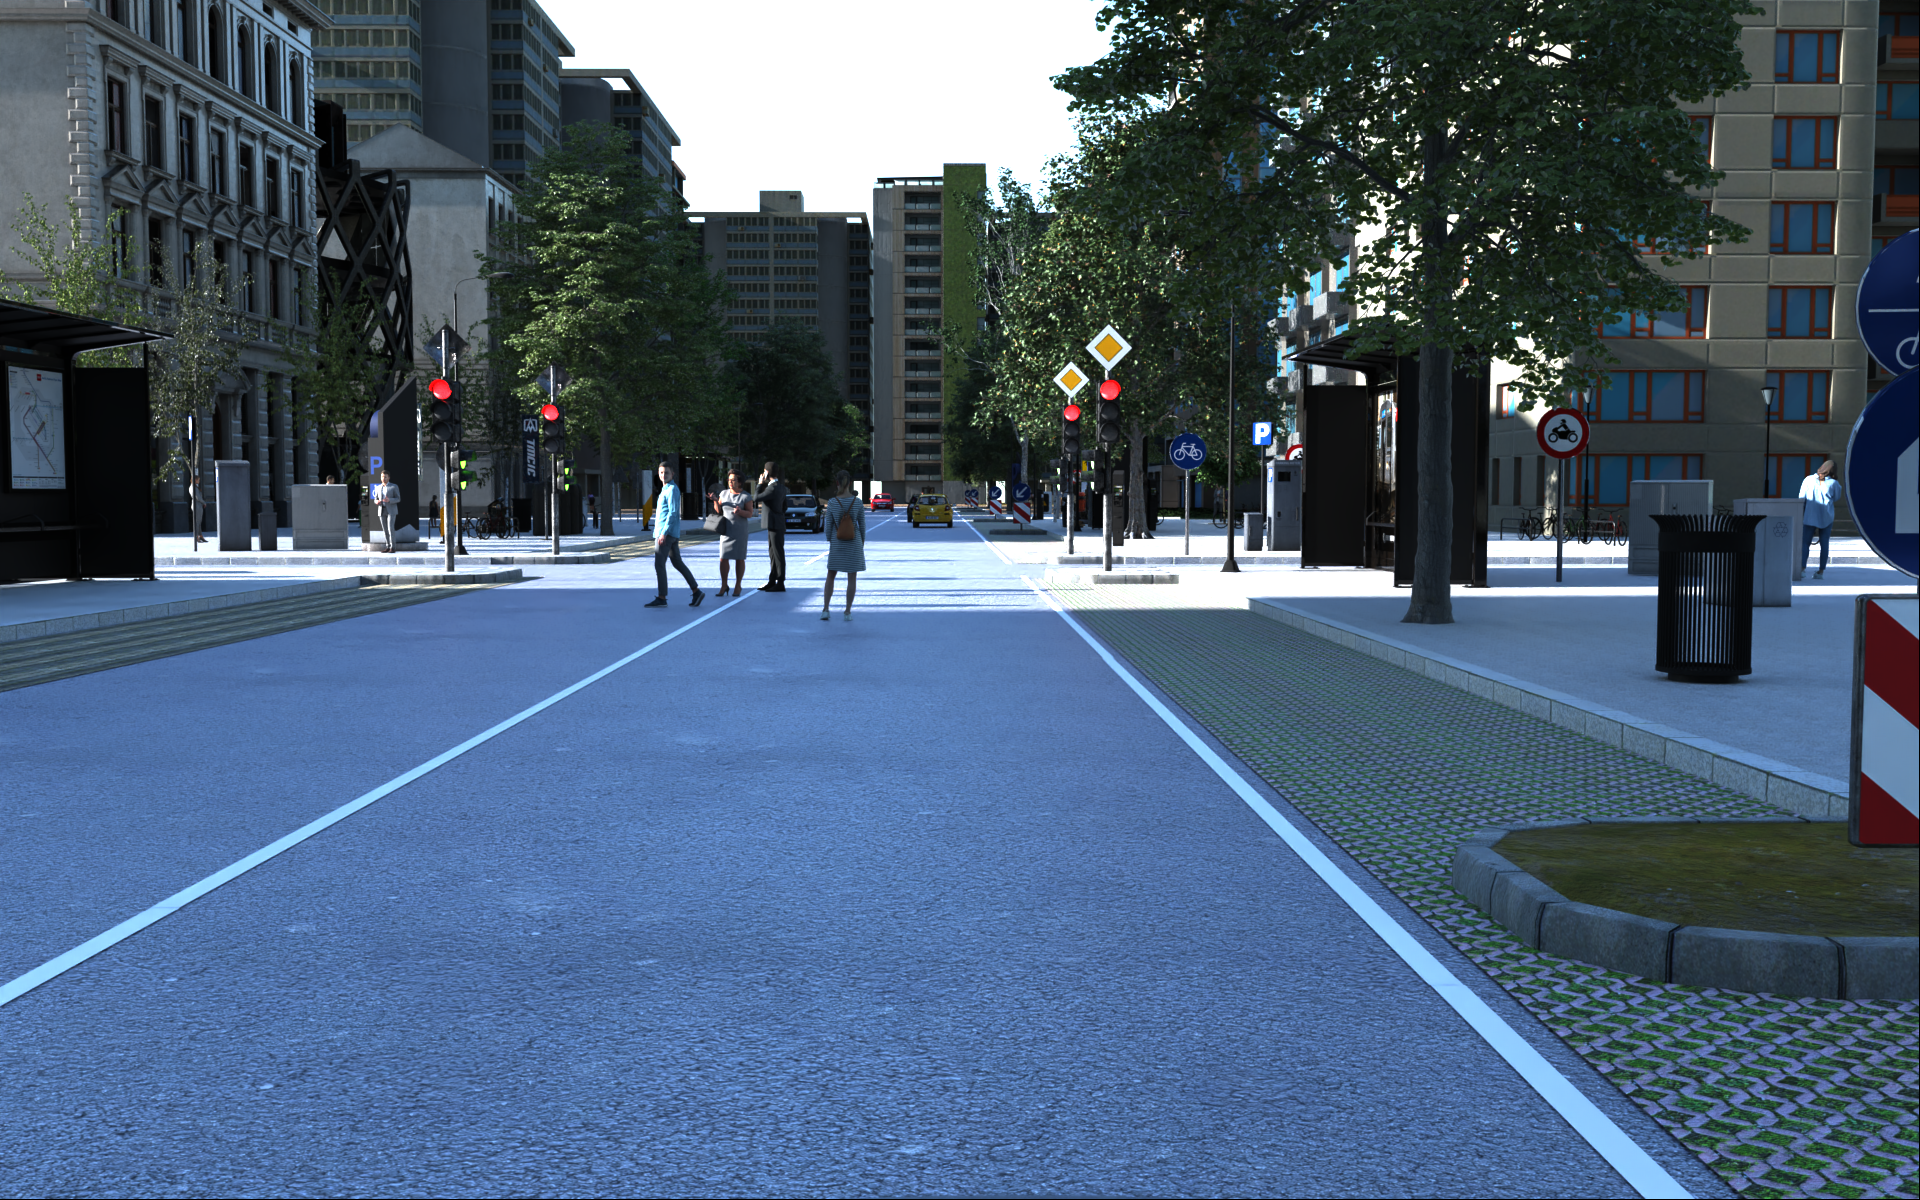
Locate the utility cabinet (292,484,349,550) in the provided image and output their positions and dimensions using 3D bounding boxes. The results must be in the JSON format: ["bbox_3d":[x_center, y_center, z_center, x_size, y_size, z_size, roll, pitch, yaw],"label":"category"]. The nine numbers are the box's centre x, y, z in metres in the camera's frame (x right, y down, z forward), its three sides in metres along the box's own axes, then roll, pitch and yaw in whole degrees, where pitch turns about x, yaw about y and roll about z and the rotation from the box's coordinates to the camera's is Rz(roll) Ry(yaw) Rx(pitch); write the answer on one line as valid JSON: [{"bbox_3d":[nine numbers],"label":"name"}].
[{"bbox_3d":[-14.590,-1.885,39.498,1.173,1.500,0.318,-1,4,-15],"label":"utility cabinet"}]

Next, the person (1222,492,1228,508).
[{"bbox_3d":[17.574,-6.624,115.267,0.541,1.710,0.530,1,4,19],"label":"person"}]

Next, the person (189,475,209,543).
[{"bbox_3d":[-20.045,-2.410,45.722,0.520,1.790,0.573,3,4,38],"label":"person"}]

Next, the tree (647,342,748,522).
[{"bbox_3d":[-11.847,-7.938,80.149,4.737,8.622,4.395,0,3,0],"label":"tree"}]

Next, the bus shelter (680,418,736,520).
[{"bbox_3d":[-13.101,-6.810,88.967,2.179,5.291,8.768,0,4,-1],"label":"bus shelter"}]

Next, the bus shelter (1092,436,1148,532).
[{"bbox_3d":[5.342,-4.190,59.794,1.731,3.624,6.357,0,4,-1],"label":"bus shelter"}]

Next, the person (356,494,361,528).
[{"bbox_3d":[-22.713,-3.404,65.952,0.590,1.304,0.306,1,4,21],"label":"person"}]

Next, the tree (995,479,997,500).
[{"bbox_3d":[3.854,-13.530,171.578,4.360,8.622,3.978,0,3,0],"label":"tree"}]

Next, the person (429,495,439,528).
[{"bbox_3d":[-19.757,-3.324,65.062,0.362,1.253,0.373,1,4,16],"label":"person"}]

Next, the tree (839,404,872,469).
[{"bbox_3d":[-12.856,-15.775,183.670,9.928,11.665,9.643,0,3,0],"label":"tree"}]

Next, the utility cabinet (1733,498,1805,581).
[{"bbox_3d":[11.911,-0.880,25.554,1.020,1.237,0.306,-1,4,-16],"label":"utility cabinet"}]

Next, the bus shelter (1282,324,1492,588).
[{"bbox_3d":[6.417,-2.166,26.694,1.731,3.624,6.357,0,4,-1],"label":"bus shelter"}]

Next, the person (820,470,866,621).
[{"bbox_3d":[-1.314,-0.620,19.645,0.512,1.701,0.522,-1,4,-13],"label":"person"}]

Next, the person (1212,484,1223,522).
[{"bbox_3d":[11.766,-4.433,78.700,0.537,1.800,0.526,2,4,32],"label":"person"}]

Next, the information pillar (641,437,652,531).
[{"bbox_3d":[-10.881,-4.211,60.198,0.183,3.616,0.504,2,4,25],"label":"information pillar"}]

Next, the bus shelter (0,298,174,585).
[{"bbox_3d":[-12.395,-1.913,22.555,1.731,3.624,6.357,0,4,-1],"label":"bus shelter"}]

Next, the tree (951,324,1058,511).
[{"bbox_3d":[3.802,-13.580,128.691,9.857,13.997,8.962,0,3,0],"label":"tree"}]

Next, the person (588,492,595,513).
[{"bbox_3d":[-25.148,-6.654,118.067,0.421,1.427,0.697,-2,4,-32],"label":"person"}]

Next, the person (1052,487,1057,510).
[{"bbox_3d":[7.545,-7.999,136.765,1.348,1.831,0.705,-3,5,-42],"label":"person"}]

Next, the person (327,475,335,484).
[{"bbox_3d":[-18.644,-2.758,51.100,0.822,1.834,0.622,-1,4,-19],"label":"person"}]

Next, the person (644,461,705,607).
[{"bbox_3d":[-3.627,-0.830,21.925,0.748,1.841,0.638,0,4,0],"label":"person"}]

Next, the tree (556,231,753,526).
[{"bbox_3d":[-12.033,-8.785,69.384,9.928,11.665,9.643,0,3,0],"label":"tree"}]

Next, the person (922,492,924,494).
[{"bbox_3d":[-3.834,-10.481,180.664,0.445,1.727,0.742,-1,4,-13],"label":"person"}]

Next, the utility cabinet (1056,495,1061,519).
[{"bbox_3d":[5.022,-4.790,89.473,0.306,1.237,1.020,0,4,8],"label":"utility cabinet"}]

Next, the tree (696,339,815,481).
[{"bbox_3d":[-12.608,-10.448,105.238,8.767,10.594,7.601,1,4,17],"label":"tree"}]

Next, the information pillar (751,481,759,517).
[{"bbox_3d":[-11.436,-5.626,96.477,0.304,2.012,0.304,2,4,31],"label":"information pillar"}]

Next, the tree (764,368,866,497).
[{"bbox_3d":[-12.912,-14.416,152.711,9.611,12.733,9.660,0,3,0],"label":"tree"}]

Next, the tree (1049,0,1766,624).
[{"bbox_3d":[4.710,-6.070,17.371,7.486,12.596,7.792,0,3,0],"label":"tree"}]

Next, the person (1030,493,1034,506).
[{"bbox_3d":[7.447,-10.378,178.906,0.628,1.438,0.799,-1,4,-10],"label":"person"}]

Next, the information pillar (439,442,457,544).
[{"bbox_3d":[-13.193,-3.262,44.689,0.504,3.616,0.183,-1,4,-14],"label":"information pillar"}]

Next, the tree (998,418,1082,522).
[{"bbox_3d":[4.261,-7.805,77.970,4.360,8.622,3.978,0,3,0],"label":"tree"}]

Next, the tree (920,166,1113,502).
[{"bbox_3d":[4.143,-14.858,98.812,12.611,20.169,13.585,0,3,0],"label":"tree"}]

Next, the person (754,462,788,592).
[{"bbox_3d":[-2.787,-1.076,25.450,0.474,1.900,0.648,0,4,0],"label":"person"}]

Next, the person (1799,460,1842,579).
[{"bbox_3d":[12.913,-1.211,26.105,0.793,1.790,0.793,-1,4,-11],"label":"person"}]

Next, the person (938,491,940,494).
[{"bbox_3d":[-2.036,-9.994,172.636,1.217,1.736,0.721,2,4,29],"label":"person"}]

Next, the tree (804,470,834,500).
[{"bbox_3d":[-13.251,-10.810,160.461,4.285,4.588,4.351,0,3,0],"label":"tree"}]

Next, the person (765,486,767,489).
[{"bbox_3d":[-12.397,-6.435,111.525,0.850,1.792,0.678,0,4,-1],"label":"person"}]

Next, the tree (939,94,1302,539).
[{"bbox_3d":[4.954,-8.090,49.277,9.611,12.733,9.660,0,3,0],"label":"tree"}]

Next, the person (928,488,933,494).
[{"bbox_3d":[-1.952,-6.737,118.669,0.705,1.822,1.348,2,4,28],"label":"person"}]

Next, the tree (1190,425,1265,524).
[{"bbox_3d":[11.262,-5.514,73.869,4.285,4.588,4.351,0,3,0],"label":"tree"}]

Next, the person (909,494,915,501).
[{"bbox_3d":[-4.627,-9.975,174.816,0.991,1.433,0.599,-1,4,-18],"label":"person"}]

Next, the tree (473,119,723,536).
[{"bbox_3d":[-11.395,-8.276,53.435,7.486,12.596,7.792,0,3,0],"label":"tree"}]

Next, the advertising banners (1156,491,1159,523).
[{"bbox_3d":[8.387,-4.987,77.731,0.090,3.025,2.074,-2,4,-23],"label":"advertising banners"}]

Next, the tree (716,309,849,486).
[{"bbox_3d":[-12.520,-13.122,121.193,9.857,13.997,8.962,0,3,0],"label":"tree"}]

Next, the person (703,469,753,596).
[{"bbox_3d":[-3.271,-0.940,24.235,0.716,1.782,0.532,1,4,14],"label":"person"}]

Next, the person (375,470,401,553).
[{"bbox_3d":[-12.512,-1.924,37.699,0.606,1.804,0.583,0,4,8],"label":"person"}]

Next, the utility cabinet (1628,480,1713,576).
[{"bbox_3d":[11.120,-1.128,27.127,1.173,1.500,0.318,3,4,37],"label":"utility cabinet"}]
